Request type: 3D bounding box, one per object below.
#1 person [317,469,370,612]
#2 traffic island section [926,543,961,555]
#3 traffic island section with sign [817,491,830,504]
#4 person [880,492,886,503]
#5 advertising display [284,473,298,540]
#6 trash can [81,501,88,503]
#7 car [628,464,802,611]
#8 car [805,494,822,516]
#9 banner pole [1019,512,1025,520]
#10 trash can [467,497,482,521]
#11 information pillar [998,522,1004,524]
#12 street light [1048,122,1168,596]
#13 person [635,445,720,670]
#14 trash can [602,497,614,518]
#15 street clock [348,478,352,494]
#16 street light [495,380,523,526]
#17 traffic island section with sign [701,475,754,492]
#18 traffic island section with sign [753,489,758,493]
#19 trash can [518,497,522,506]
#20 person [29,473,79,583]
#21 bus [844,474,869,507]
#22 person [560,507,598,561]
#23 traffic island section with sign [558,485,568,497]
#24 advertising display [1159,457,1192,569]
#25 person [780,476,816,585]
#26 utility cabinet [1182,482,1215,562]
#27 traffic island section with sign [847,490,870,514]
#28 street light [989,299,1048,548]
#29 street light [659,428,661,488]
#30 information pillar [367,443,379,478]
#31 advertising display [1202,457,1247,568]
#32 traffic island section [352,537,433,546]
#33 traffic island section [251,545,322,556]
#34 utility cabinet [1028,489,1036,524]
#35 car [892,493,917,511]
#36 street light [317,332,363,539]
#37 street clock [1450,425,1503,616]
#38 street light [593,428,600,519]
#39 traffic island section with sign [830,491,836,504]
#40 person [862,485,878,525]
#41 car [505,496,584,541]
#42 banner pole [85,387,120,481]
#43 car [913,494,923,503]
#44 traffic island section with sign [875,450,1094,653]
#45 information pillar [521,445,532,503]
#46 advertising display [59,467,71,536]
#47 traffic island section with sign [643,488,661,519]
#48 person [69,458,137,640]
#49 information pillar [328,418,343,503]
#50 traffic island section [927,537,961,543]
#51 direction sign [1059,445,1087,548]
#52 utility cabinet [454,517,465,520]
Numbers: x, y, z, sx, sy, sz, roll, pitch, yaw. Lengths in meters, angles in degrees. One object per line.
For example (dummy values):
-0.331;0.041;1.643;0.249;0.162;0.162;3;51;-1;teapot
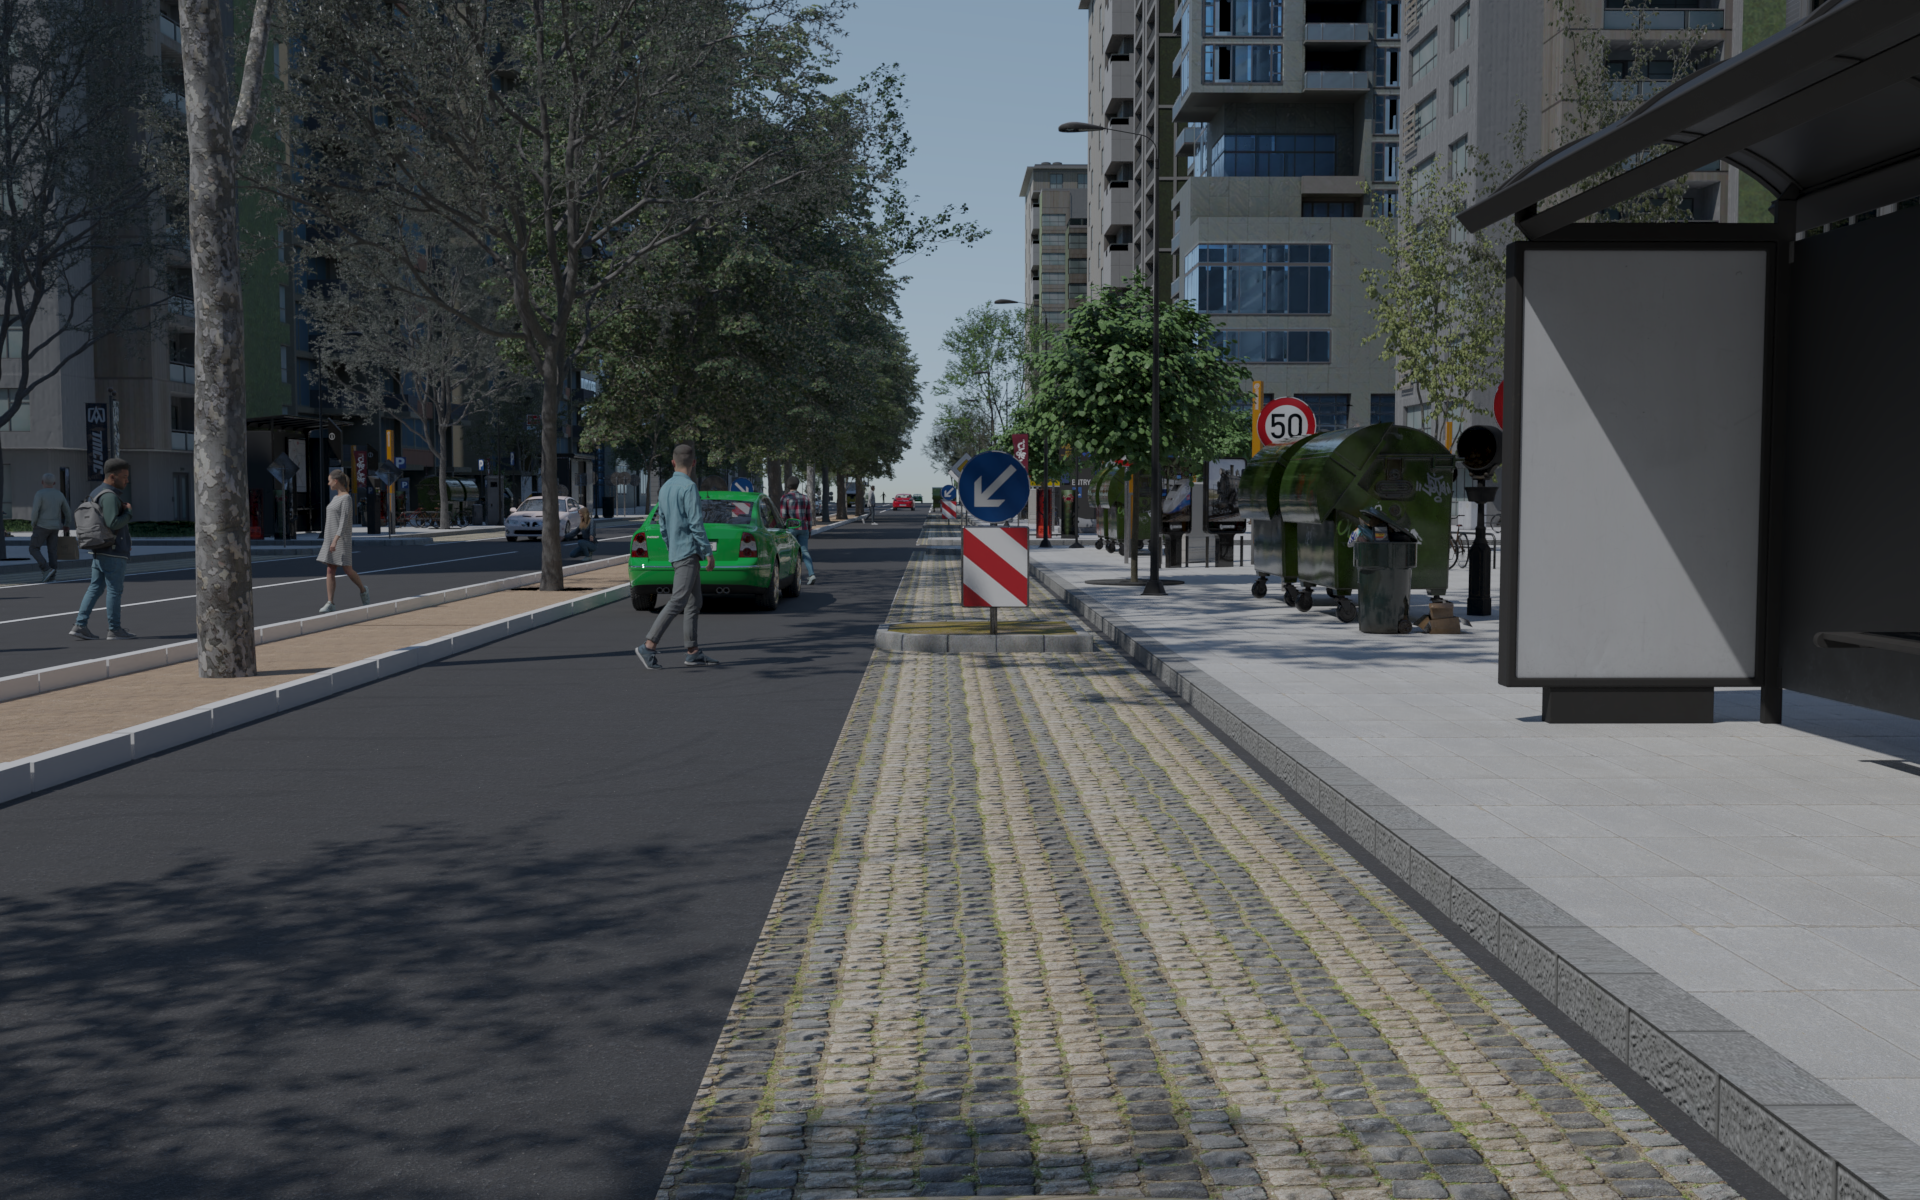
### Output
-7.585;-0.733;21.235;0.466;1.731;0.760;1;4;18;person
0.180;-1.190;41.740;2.009;0.180;2.903;0;4;-1;traffic island section
-18.836;-13.668;232.094;1.989;1.847;2.006;0;4;-1;traffic island section with sign
-12.145;-16.271;274.552;1.348;1.821;0.705;3;5;42;person
-18.957;-2.681;49.054;0.123;1.923;0.974;-2;4;-35;advertising display
-18.999;-1.627;38.260;0.748;1.137;0.748;0;3;0;trash can
-3.121;-0.849;22.683;1.959;1.807;4.718;0;4;1;car
-10.128;-6.324;115.407;2.014;1.417;4.499;0;4;-1;car
2.814;-5.880;86.147;0.863;3.779;0.401;2;4;30;banner pole
-21.772;-4.028;77.516;0.748;1.137;0.748;0;3;0;trash can
1.681;-4.281;74.489;0.304;2.012;0.304;-3;4;-36;information pillar
1.925;-3.012;21.792;1.470;5.913;1.316;0;4;-1;street light
-2.354;-0.365;14.337;0.748;1.841;0.638;-1;4;-22;person
-18.673;-4.909;91.910;0.748;1.137;0.748;0;3;0;trash can
-27.663;-4.528;78.610;0.358;2.002;0.471;-1;4;-8;street clock
-17.990;-5.938;69.633;1.470;5.913;1.316;0;4;-1;street light
-6.032;-2.065;41.894;2.006;1.907;1.989;0;4;-1;traffic island section with sign
-17.690;-8.602;149.273;1.989;1.847;2.006;0;4;-1;traffic island section with sign
-22.313;-4.721;88.841;0.748;1.137;0.748;0;3;0;trash can
-14.725;-1.174;28.174;0.515;1.767;0.782;2;4;24;person
-11.236;-11.858;185.432;2.896;3.916;12.252;0;4;-1;bus
-8.063;-1.416;37.148;0.738;1.151;1.012;-3;5;-44;person
-16.636;-3.869;71.885;1.989;1.847;2.006;0;4;-1;traffic island section with sign
3.718;-1.522;30.106;0.123;1.923;0.974;3;5;41;advertising display
-2.585;-1.105;27.402;0.563;1.720;0.643;-2;4;-30;person
4.442;-1.453;32.443;0.318;1.500;1.173;3;5;40;utility cabinet
-7.167;-7.113;124.432;2.006;1.907;1.989;0;4;-1;traffic island section with sign
1.512;-4.211;41.391;1.470;5.913;1.316;0;4;-1;street light
-18.578;-8.433;110.425;1.470;5.913;1.316;0;4;-1;street light
-26.710;-5.348;78.787;0.504;3.616;0.183;-2;4;-25;information pillar
4.638;-1.536;30.333;0.974;1.923;0.123;-3;4;-37;advertising display
-16.319;-1.665;49.505;2.009;0.180;2.903;0;4;-1;traffic island section
-16.209;-1.177;41.521;2.009;0.180;2.903;0;4;-1;traffic island section
3.436;-3.981;73.761;1.173;1.500;0.318;3;5;41;utility cabinet
-4.830;-8.591;149.498;2.155;1.783;4.494;0;4;1;car
-17.758;-4.715;49.634;1.470;5.913;1.316;0;4;-1;street light
5.489;-0.837;18.257;0.358;2.002;0.471;-3;5;-45;street clock
-18.384;-7.182;89.963;1.470;5.913;1.316;0;4;-1;street light
-19.204;-15.316;259.047;1.989;1.847;2.006;0;4;-1;traffic island section with sign
-4.208;-4.437;80.884;0.795;1.843;0.661;0;4;3;person
-12.828;-2.542;53.928;2.083;1.381;4.827;0;4;-1;car
-20.683;-3.175;41.922;0.863;3.779;0.401;-2;4;-27;banner pole
-6.972;-16.732;282.356;1.959;1.807;4.718;0;4;-3;car
0.195;-0.481;16.498;1.989;1.847;2.006;0;4;-1;traffic island section with sign
-20.599;-5.557;82.219;0.504;3.616;0.183;-2;4;-25;information pillar
-21.195;-2.192;41.047;0.123;1.923;0.974;-1;4;-22;advertising display
-17.012;-5.533;99.087;1.989;1.847;2.006;0;4;-1;traffic island section with sign
-8.346;-0.498;16.983;0.623;1.781;0.721;2;4;34;person
-19.275;-3.801;53.495;0.504;3.616;0.183;1;4;21;information pillar
0.071;-1.679;49.725;2.009;0.180;2.903;0;4;-1;traffic island section
2.773;-3.002;41.078;0.876;3.537;0.379;1;4;20;direction sign
-24.736;-4.544;85.454;0.306;1.237;1.020;-3;5;-44;utility cabinet
